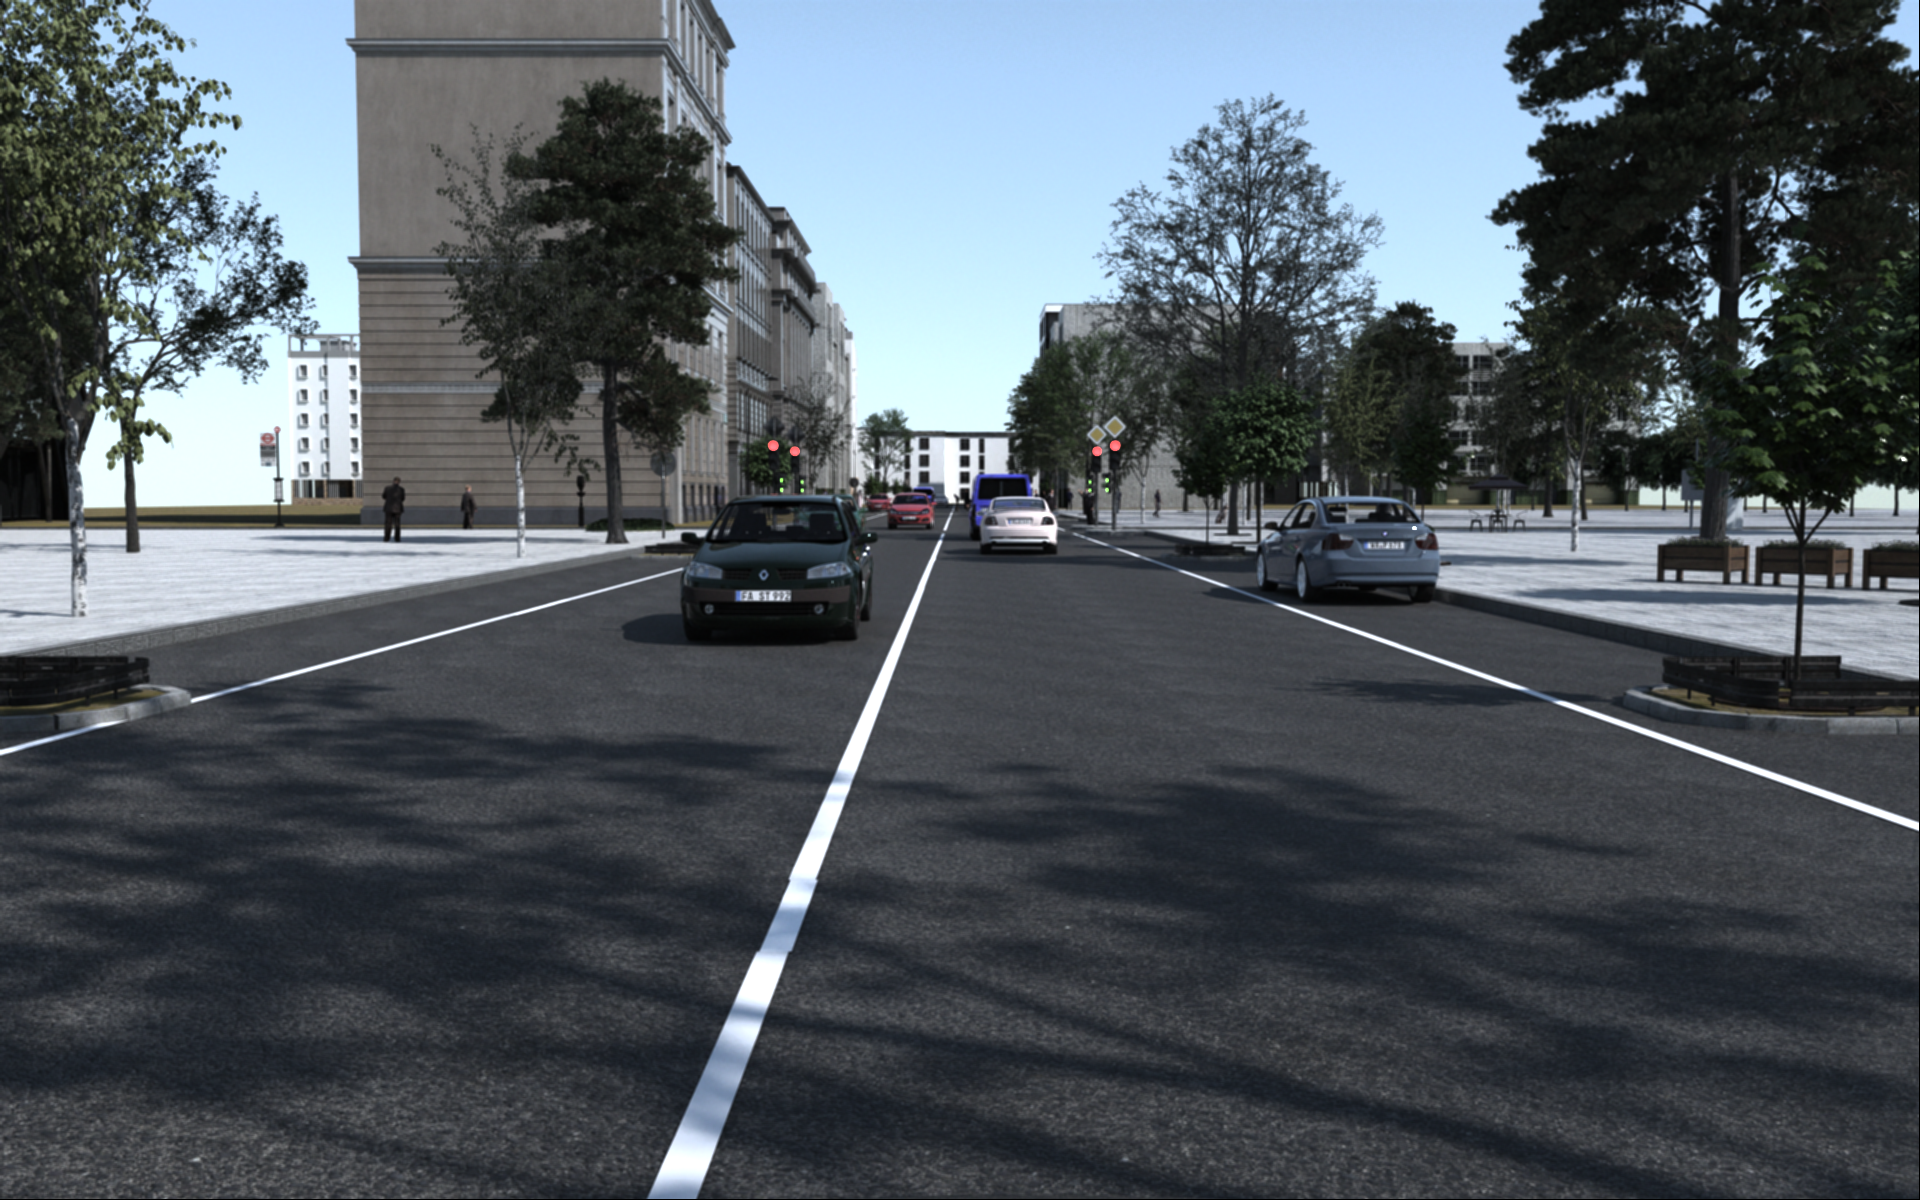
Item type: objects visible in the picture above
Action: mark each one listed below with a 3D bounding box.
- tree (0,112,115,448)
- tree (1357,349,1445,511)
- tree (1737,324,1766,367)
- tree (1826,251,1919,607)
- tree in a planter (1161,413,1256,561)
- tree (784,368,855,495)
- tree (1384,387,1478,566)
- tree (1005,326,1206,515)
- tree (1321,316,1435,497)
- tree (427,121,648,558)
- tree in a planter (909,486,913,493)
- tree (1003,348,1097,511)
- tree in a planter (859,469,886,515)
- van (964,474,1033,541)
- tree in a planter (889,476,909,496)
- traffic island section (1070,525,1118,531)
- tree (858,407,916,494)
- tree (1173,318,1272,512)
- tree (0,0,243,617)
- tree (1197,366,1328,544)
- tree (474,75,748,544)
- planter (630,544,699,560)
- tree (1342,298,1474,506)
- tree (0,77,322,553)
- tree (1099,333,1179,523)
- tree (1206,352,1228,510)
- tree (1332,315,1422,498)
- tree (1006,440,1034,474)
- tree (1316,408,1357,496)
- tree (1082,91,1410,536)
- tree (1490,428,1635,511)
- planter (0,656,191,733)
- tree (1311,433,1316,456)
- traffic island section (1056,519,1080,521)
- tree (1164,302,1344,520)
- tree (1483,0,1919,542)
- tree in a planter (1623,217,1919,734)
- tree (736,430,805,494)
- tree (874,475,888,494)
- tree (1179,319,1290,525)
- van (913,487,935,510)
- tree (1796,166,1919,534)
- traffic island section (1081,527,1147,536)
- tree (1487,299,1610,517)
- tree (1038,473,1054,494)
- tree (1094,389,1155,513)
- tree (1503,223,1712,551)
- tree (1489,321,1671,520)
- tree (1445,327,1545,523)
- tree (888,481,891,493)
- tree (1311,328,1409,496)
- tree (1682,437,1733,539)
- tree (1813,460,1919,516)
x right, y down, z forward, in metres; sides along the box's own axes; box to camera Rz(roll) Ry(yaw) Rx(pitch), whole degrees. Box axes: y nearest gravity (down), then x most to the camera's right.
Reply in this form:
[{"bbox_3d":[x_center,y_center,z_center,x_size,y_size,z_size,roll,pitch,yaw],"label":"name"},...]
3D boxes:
[{"bbox_3d":[-30.409,-8.913,53.157,7.806,13.903,7.818,0,3,0],"label":"tree"},{"bbox_3d":[22.976,-8.355,86.967,4.360,8.622,3.978,0,3,0],"label":"tree"},{"bbox_3d":[32.926,-7.470,72.491,4.360,8.622,3.978,0,3,0],"label":"tree"},{"bbox_3d":[11.578,-2.211,19.864,4.285,4.588,4.351,0,3,0],"label":"tree"},{"bbox_3d":[5.469,-2.505,38.178,1.991,3.239,1.994,0,3,0],"label":"tree in a planter"},{"bbox_3d":[-8.406,-9.264,101.828,4.360,8.622,3.978,0,3,0],"label":"tree"},{"bbox_3d":[8.538,-2.251,31.405,1.663,3.219,1.824,0,3,0],"label":"tree"},{"bbox_3d":[7.988,-11.021,105.945,9.928,11.665,9.643,0,3,0],"label":"tree"},{"bbox_3d":[26.636,-11.743,110.132,7.486,12.596,7.792,0,3,0],"label":"tree"},{"bbox_3d":[-8.672,-5.146,34.494,4.360,8.622,3.978,0,3,0],"label":"tree"},{"bbox_3d":[-6.294,-12.290,198.164,1.991,3.239,1.994,0,3,0],"label":"tree in a planter"},{"bbox_3d":[7.039,-13.222,134.307,7.486,12.596,7.792,0,3,0],"label":"tree"},{"bbox_3d":[-6.253,-7.628,121.945,1.991,3.239,1.994,0,3,0],"label":"tree in a planter"},{"bbox_3d":[1.270,-3.095,54.988,2.240,2.365,5.245,0,4,-1],"label":"van"},{"bbox_3d":[-6.278,-10.642,171.221,1.991,3.239,1.994,0,3,0],"label":"tree in a planter"},{"bbox_3d":[5.467,-2.870,69.211,2.009,0.180,2.903,0,3,0],"label":"traffic island section"},{"bbox_3d":[-8.903,-17.093,205.233,9.928,11.665,9.643,0,3,0],"label":"tree"},{"bbox_3d":[17.442,-11.847,111.829,7.486,12.596,7.792,0,3,0],"label":"tree"},{"bbox_3d":[-9.291,-4.117,17.674,4.737,8.622,4.395,0,3,0],"label":"tree"},{"bbox_3d":[7.821,-3.734,44.770,4.285,4.588,4.351,0,3,0],"label":"tree"},{"bbox_3d":[-9.016,-7.495,44.592,6.751,12.117,7.091,0,3,0],"label":"tree"},{"bbox_3d":[-6.238,-1.084,38.870,1.991,0.319,1.994,0,3,0],"label":"planter"},{"bbox_3d":[24.588,-10.600,95.368,6.751,12.117,7.091,0,3,0],"label":"tree"},{"bbox_3d":[-18.162,-6.338,38.046,8.767,10.594,7.601,0,4,-6],"label":"tree"},{"bbox_3d":[8.018,-7.676,75.871,4.360,8.622,3.978,0,3,0],"label":"tree"},{"bbox_3d":[16.174,-12.147,124.360,9.928,11.665,9.643,0,3,0],"label":"tree"},{"bbox_3d":[30.258,-13.126,122.029,7.806,13.903,7.818,0,3,0],"label":"tree"},{"bbox_3d":[7.563,-16.625,222.184,4.737,8.622,4.395,0,3,0],"label":"tree"},{"bbox_3d":[30.741,-11.693,141.539,4.360,8.622,3.978,0,3,0],"label":"tree"},{"bbox_3d":[8.527,-8.730,53.108,12.009,13.543,11.850,0,3,0],"label":"tree"},{"bbox_3d":[53.059,-10.555,135.474,20.602,7.101,11.467,0,4,-2],"label":"tree"},{"bbox_3d":[-6.231,0.601,11.311,1.991,0.319,1.994,0,3,0],"label":"planter"},{"bbox_3d":[18.549,-9.455,104.944,4.360,8.622,3.978,0,3,0],"label":"tree"},{"bbox_3d":[5.460,-4.343,93.875,1.991,0.108,1.994,0,3,0],"label":"traffic island section"},{"bbox_3d":[14.007,-9.141,83.868,8.767,10.594,7.601,0,4,0],"label":"tree"},{"bbox_3d":[13.703,-7.527,30.490,7.806,13.903,7.818,0,3,0],"label":"tree"},{"bbox_3d":[5.479,-0.857,11.234,1.991,3.239,1.994,0,3,0],"label":"tree in a planter"},{"bbox_3d":[-9.345,-6.221,85.426,4.285,4.588,4.351,0,3,0],"label":"tree"},{"bbox_3d":[-8.687,-11.095,175.999,1.663,3.219,1.824,0,3,0],"label":"tree"},{"bbox_3d":[11.476,-7.383,71.068,4.360,8.622,3.978,0,3,0],"label":"tree"},{"bbox_3d":[-3.287,-9.202,154.833,2.240,2.365,5.245,0,4,1],"label":"van"},{"bbox_3d":[30.704,-9.049,54.610,9.857,13.997,8.962,0,3,0],"label":"tree"},{"bbox_3d":[5.470,-2.382,61.225,2.009,0.180,2.903,0,3,0],"label":"traffic island section"},{"bbox_3d":[32.634,-10.622,95.727,6.751,12.117,7.091,0,3,0],"label":"tree"},{"bbox_3d":[7.756,-9.841,155.500,1.663,3.219,1.824,0,3,0],"label":"tree"},{"bbox_3d":[10.707,-10.083,115.219,4.737,8.622,4.395,0,3,0],"label":"tree"},{"bbox_3d":[13.996,-5.402,38.690,4.737,8.622,4.395,0,3,0],"label":"tree"},{"bbox_3d":[30.709,-9.226,85.257,8.767,10.594,7.601,0,4,-7],"label":"tree"},{"bbox_3d":[23.855,-7.728,76.718,4.360,8.622,3.978,0,3,0],"label":"tree"},{"bbox_3d":[-9.595,-13.550,216.138,1.663,3.219,1.824,0,3,0],"label":"tree"},{"bbox_3d":[17.015,-7.635,75.202,4.737,8.622,4.395,0,3,0],"label":"tree"},{"bbox_3d":[21.740,-3.408,50.316,1.663,3.219,1.824,0,3,0],"label":"tree"},{"bbox_3d":[58.093,-9.539,118.869,20.602,7.101,11.467,1,4,16],"label":"tree"}]
